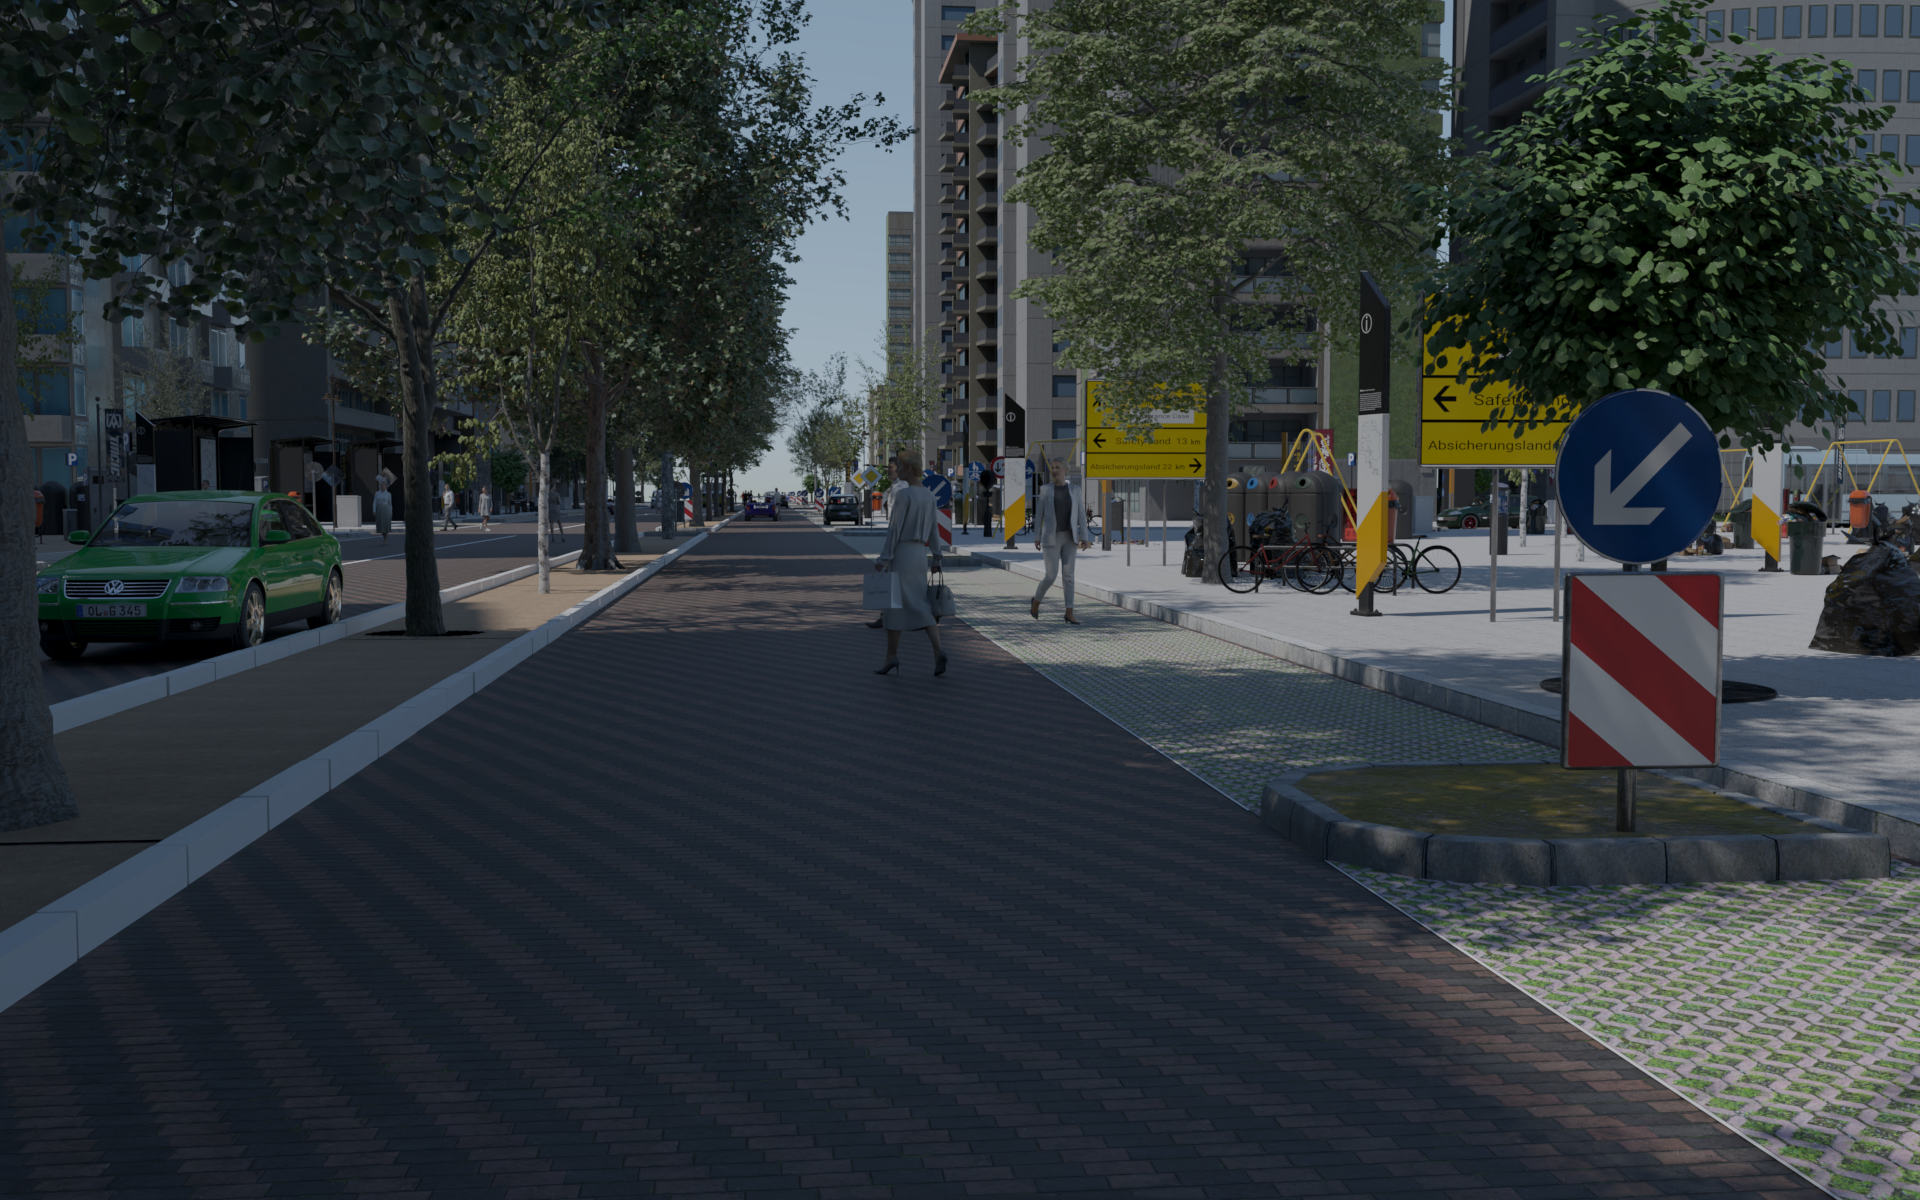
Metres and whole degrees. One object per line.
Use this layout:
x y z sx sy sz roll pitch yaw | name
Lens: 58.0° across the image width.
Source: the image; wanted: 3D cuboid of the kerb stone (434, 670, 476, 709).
-3.501 0.628 11.929 0.120 0.150 1.000 0 4 -6 | kerb stone

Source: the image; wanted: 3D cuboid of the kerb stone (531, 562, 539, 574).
-7.705 -0.542 31.053 0.120 0.150 1.000 0 4 -6 | kerb stone

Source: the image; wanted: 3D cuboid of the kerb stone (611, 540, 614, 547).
-9.594 -1.595 48.388 0.120 0.150 1.000 0 4 -6 | kerb stone

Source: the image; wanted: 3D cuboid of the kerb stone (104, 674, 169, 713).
-5.594 0.643 11.695 0.120 0.150 1.000 0 4 -6 | kerb stone

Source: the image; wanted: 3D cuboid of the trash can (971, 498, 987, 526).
0.793 -3.620 70.837 0.748 1.137 0.748 0 3 0 | trash can

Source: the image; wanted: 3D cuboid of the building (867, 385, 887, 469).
-0.901 -27.177 289.389 27.650 21.520 28.899 0 4 -6 | building

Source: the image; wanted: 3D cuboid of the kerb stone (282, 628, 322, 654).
-6.030 0.393 15.774 0.120 0.150 1.000 0 4 -6 | kerb stone

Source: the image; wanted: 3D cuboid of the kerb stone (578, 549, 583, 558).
-8.480 -0.979 38.196 0.120 0.150 1.000 0 4 -6 | kerb stone

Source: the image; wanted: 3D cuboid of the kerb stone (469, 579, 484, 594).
-7.037 -0.167 24.921 0.120 0.150 1.000 0 4 -6 | kerb stone

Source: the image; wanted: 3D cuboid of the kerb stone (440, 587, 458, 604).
-6.816 -0.042 22.888 0.120 0.150 1.000 0 4 -6 | kerb stone

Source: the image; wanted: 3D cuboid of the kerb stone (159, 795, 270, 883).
-2.944 0.942 6.842 0.120 0.150 1.000 0 4 -6 | kerb stone

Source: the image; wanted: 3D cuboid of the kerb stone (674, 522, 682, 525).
-13.114 -3.561 80.502 0.120 0.150 1.000 0 4 -6 | kerb stone

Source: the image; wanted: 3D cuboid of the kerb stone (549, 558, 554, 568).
-7.927 -0.665 33.098 0.120 0.150 1.000 0 4 -6 | kerb stone

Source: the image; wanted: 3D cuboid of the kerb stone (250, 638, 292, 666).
-5.912 0.458 14.749 0.120 0.150 1.000 0 4 -6 | kerb stone

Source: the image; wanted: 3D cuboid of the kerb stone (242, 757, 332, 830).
-3.054 0.877 7.862 0.120 0.150 1.000 0 4 -6 | kerb stone

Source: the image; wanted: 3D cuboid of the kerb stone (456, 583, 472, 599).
-6.922 -0.104 23.905 0.120 0.150 1.000 0 4 -6 | kerb stone

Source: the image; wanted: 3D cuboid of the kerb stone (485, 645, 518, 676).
-3.718 0.503 13.965 0.120 0.150 1.000 0 4 -6 | kerb stone

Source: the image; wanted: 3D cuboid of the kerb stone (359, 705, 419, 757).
-3.271 0.752 9.897 0.120 0.150 1.000 0 4 -6 | kerb stone

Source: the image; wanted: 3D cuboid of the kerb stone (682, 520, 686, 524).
-13.438 -3.753 83.553 0.120 0.150 1.000 0 4 -6 | kerb stone

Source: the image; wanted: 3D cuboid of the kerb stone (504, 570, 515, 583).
-7.363 -0.354 27.986 0.120 0.150 1.000 0 4 -6 | kerb stone

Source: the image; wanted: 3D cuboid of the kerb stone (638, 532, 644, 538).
-10.604 -2.162 57.551 0.120 0.150 1.000 0 4 -6 | kerb stone

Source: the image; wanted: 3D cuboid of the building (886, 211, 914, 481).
-3.857 -34.802 252.604 14.154 41.232 14.086 0 4 -6 | building

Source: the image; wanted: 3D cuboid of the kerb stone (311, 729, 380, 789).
-3.160 0.816 8.879 0.120 0.150 1.000 0 4 -6 | kerb stone

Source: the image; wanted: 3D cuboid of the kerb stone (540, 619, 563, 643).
-4.046 0.320 17.024 0.120 0.150 1.000 0 4 -6 | kerb stone

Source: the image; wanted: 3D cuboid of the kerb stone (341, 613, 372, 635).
-6.247 0.268 17.807 0.120 0.150 1.000 0 4 -6 | kerb stone

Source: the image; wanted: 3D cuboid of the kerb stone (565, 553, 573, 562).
-8.252 -0.852 36.164 0.120 0.150 1.000 0 4 -6 | kerb stone

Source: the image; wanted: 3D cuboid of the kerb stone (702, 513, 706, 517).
-16.900 -5.685 115.147 0.120 0.150 1.000 0 4 -6 | kerb stone

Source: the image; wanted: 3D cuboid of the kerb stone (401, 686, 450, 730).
-3.388 0.690 10.913 0.120 0.150 1.000 0 4 -6 | kerb stone

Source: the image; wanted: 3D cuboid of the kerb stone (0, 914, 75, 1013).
-2.715 1.063 4.808 0.120 0.150 1.000 0 4 -6 | kerb stone

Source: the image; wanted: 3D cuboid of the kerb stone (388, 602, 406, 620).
-6.479 0.145 19.839 0.120 0.150 1.000 0 4 -6 | kerb stone

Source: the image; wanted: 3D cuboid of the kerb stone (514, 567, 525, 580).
-7.468 -0.417 29.012 0.120 0.150 1.000 0 4 -6 | kerb stone

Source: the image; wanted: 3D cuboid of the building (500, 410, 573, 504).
-61.455 -33.927 238.292 14.154 41.232 14.086 0 4 -6 | building

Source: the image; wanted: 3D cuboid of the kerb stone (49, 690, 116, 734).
-5.475 0.704 10.679 0.120 0.150 1.000 0 4 -6 | kerb stone

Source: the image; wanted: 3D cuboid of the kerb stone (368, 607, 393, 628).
-6.362 0.206 18.823 0.120 0.150 1.000 0 4 -6 | kerb stone

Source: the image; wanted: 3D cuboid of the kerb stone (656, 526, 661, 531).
-11.783 -2.815 68.270 0.120 0.150 1.000 0 4 -6 | kerb stone

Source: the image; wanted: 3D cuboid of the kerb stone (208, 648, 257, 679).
-5.804 0.518 13.733 0.120 0.150 1.000 0 4 -6 | kerb stone

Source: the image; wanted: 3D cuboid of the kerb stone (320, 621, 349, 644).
-6.137 0.339 16.791 0.120 0.150 1.000 0 4 -6 | kerb stone

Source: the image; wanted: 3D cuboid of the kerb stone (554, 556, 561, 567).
-8.030 -0.729 34.115 0.120 0.150 1.000 0 4 -6 | kerb stone

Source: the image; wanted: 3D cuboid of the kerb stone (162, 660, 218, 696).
-5.692 0.585 12.713 0.120 0.150 1.000 0 4 -6 | kerb stone

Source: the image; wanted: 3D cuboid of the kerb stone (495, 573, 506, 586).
-7.245 -0.289 26.970 0.120 0.150 1.000 0 4 -6 | kerb stone

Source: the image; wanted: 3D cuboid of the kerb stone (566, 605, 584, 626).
-4.277 0.192 19.055 0.120 0.150 1.000 0 4 -6 | kerb stone

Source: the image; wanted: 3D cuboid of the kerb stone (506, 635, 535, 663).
-3.833 0.441 14.984 0.120 0.150 1.000 0 4 -6 | kerb stone

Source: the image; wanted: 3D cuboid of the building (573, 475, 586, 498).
-69.034 -39.143 259.589 23.786 49.044 30.456 0 4 -6 | building

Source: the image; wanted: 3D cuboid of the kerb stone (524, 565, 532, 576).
-7.590 -0.480 30.037 0.120 0.150 1.000 0 4 -6 | kerb stone

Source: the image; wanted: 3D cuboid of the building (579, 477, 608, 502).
-65.393 -36.638 282.620 14.154 41.232 14.086 0 4 -6 | building

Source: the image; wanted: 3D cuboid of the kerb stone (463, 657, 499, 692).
-3.604 0.566 12.950 0.120 0.150 1.000 0 4 -6 | kerb stone

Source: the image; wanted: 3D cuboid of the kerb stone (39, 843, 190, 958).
-2.831 1.001 5.826 0.120 0.150 1.000 0 4 -6 | kerb stone

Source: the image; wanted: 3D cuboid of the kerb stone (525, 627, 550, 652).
-3.939 0.382 16.001 0.120 0.150 1.000 0 4 -6 | kerb stone

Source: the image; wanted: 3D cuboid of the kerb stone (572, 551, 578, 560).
-8.367 -0.915 37.180 0.120 0.150 1.000 0 4 -6 | kerb stone

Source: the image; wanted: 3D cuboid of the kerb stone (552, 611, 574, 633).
-4.168 0.254 18.039 0.120 0.150 1.000 0 4 -6 | kerb stone

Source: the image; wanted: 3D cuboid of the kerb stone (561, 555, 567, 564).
-8.144 -0.786 35.142 0.120 0.150 1.000 0 4 -6 | kerb stone

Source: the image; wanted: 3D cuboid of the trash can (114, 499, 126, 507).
-22.373 -2.143 46.695 0.748 1.137 0.748 0 3 0 | trash can

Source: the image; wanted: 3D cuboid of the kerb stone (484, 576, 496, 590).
-7.137 -0.229 25.947 0.120 0.150 1.000 0 4 -6 | kerb stone
